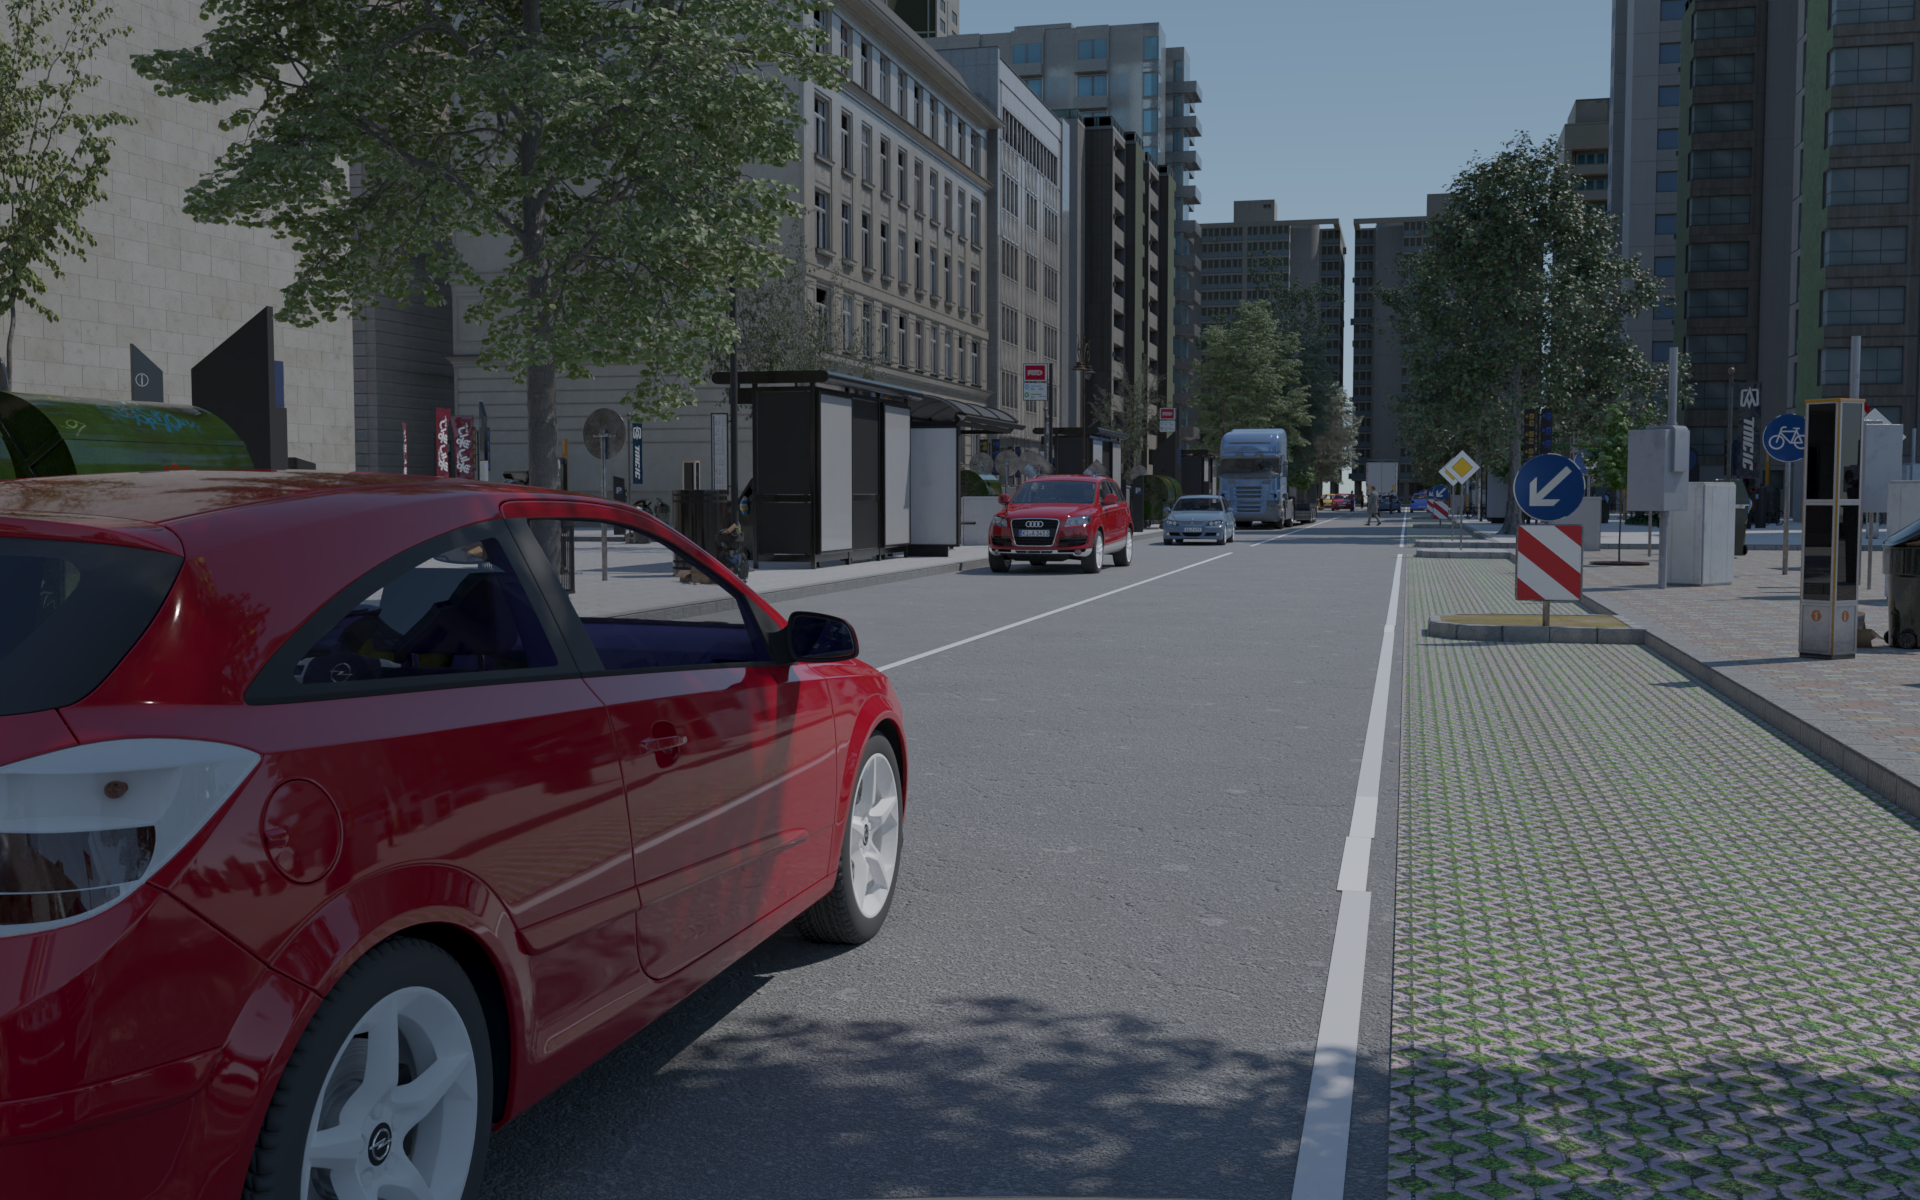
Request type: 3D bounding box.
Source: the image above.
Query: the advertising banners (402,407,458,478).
[{"bbox_3d":[-10.647,-2.324,34.192,0.090,3.025,2.074,1,4,19],"label":"advertising banners"}]

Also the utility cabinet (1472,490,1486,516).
[{"bbox_3d":[29.580,-5.482,98.303,1.173,1.500,0.318,-2,4,-32],"label":"utility cabinet"}]

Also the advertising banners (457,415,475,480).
[{"bbox_3d":[-10.348,-2.606,38.790,2.074,3.025,0.090,-2,4,-27],"label":"advertising banners"}]

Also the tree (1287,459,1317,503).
[{"bbox_3d":[31.252,-10.742,159.352,4.285,4.588,4.351,0,3,0],"label":"tree"}]

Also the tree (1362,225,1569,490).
[{"bbox_3d":[30.810,-15.247,105.185,12.611,20.169,13.585,0,3,0],"label":"tree"}]

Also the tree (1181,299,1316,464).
[{"bbox_3d":[16.797,-11.173,100.804,7.486,12.596,7.792,0,3,0],"label":"tree"}]

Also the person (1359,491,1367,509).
[{"bbox_3d":[39.410,-9.793,169.336,1.217,1.735,0.721,-3,5,-41],"label":"person"}]

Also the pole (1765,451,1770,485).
[{"bbox_3d":[37.754,-5.331,81.000,0.158,3.312,0.155,0,3,0],"label":"pole"}]

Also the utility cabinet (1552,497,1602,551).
[{"bbox_3d":[13.898,-1.706,39.054,1.020,1.237,0.306,1,4,13],"label":"utility cabinet"}]

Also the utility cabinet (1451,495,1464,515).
[{"bbox_3d":[30.727,-5.859,106.948,0.306,1.237,1.020,-1,4,-16],"label":"utility cabinet"}]

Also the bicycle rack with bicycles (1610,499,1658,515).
[{"bbox_3d":[44.222,-6.185,114.508,2.852,0.926,2.925,0,4,0],"label":"bicycle rack with bicycles"}]

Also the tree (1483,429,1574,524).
[{"bbox_3d":[20.854,-4.901,63.841,4.285,4.588,4.351,0,3,0],"label":"tree"}]

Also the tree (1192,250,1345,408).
[{"bbox_3d":[24.081,-17.206,137.215,12.611,20.169,13.585,0,3,0],"label":"tree"}]

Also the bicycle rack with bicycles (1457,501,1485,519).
[{"bbox_3d":[27.278,-4.694,90.132,2.925,0.926,2.852,0,4,-1],"label":"bicycle rack with bicycles"}]

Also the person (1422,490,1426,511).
[{"bbox_3d":[38.944,-8.302,144.760,0.750,1.759,0.617,0,4,5],"label":"person"}]

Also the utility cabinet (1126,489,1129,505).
[{"bbox_3d":[10.541,-6.109,108.554,0.318,1.500,1.173,2,4,34],"label":"utility cabinet"}]

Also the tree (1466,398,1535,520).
[{"bbox_3d":[25.656,-8.201,84.455,4.737,8.622,4.395,0,3,0],"label":"tree"}]

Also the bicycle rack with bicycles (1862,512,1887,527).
[{"bbox_3d":[34.776,-3.321,67.687,2.925,0.926,2.852,-2,4,-27],"label":"bicycle rack with bicycles"}]

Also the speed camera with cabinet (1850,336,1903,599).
[{"bbox_3d":[11.535,-1.639,21.138,0.660,3.252,2.038,-1,4,-12],"label":"speed camera with cabinet"}]

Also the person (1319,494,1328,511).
[{"bbox_3d":[30.714,-8.226,146.185,0.799,1.438,0.628,1,4,21],"label":"person"}]

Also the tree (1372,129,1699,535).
[{"bbox_3d":[17.726,-8.433,54.894,9.611,12.733,9.660,0,3,0],"label":"tree"}]

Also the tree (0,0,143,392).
[{"bbox_3d":[-12.693,-4.400,22.309,4.737,8.622,4.395,0,3,0],"label":"tree"}]

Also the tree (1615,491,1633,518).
[{"bbox_3d":[36.220,-6.711,93.432,4.285,4.588,4.351,0,3,0],"label":"tree"}]

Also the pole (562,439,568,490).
[{"bbox_3d":[-14.685,-4.317,64.420,0.158,3.312,0.155,0,3,0],"label":"pole"}]

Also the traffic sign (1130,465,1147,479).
[{"bbox_3d":[7.828,-4.641,75.981,0.768,2.556,0.104,1,4,16],"label":"traffic sign"}]

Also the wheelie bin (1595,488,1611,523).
[{"bbox_3d":[28.016,-4.154,75.818,0.693,1.594,0.980,-3,5,-40],"label":"wheelie bin"}]

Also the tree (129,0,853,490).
[{"bbox_3d":[-4.892,-6.179,19.162,7.486,12.596,7.792,0,3,0],"label":"tree"}]

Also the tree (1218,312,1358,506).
[{"bbox_3d":[22.032,-13.216,122.743,9.857,13.997,8.962,0,3,0],"label":"tree"}]

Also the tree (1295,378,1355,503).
[{"bbox_3d":[35.495,-16.361,177.876,12.009,13.543,11.850,0,3,0],"label":"tree"}]

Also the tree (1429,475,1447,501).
[{"bbox_3d":[50.237,-11.955,179.181,4.285,4.588,4.351,0,3,0],"label":"tree"}]

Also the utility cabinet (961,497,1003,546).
[{"bbox_3d":[0.551,-1.955,43.131,1.020,1.237,0.306,-1,4,-11],"label":"utility cabinet"}]

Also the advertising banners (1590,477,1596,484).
[{"bbox_3d":[34.535,-6.134,96.476,2.074,3.025,0.090,0,4,5],"label":"advertising banners"}]

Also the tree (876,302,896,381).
[{"bbox_3d":[-4.268,-6.286,53.143,4.360,8.622,3.978,0,3,0],"label":"tree"}]

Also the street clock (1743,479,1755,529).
[{"bbox_3d":[28.951,-3.611,63.611,0.358,2.002,0.471,0,4,-2],"label":"street clock"}]

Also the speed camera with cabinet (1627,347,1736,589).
[{"bbox_3d":[10.025,-1.816,24.027,2.038,3.252,0.660,-3,5,-40],"label":"speed camera with cabinet"}]

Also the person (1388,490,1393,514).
[{"bbox_3d":[30.609,-6.977,123.383,0.445,1.727,0.742,-2,4,-28],"label":"person"}]

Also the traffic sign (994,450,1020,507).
[{"bbox_3d":[1.346,-3.059,50.125,0.768,2.556,0.104,1,4,20],"label":"traffic sign"}]

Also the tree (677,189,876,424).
[{"bbox_3d":[-4.755,-5.585,41.676,4.360,8.622,3.978,0,3,0],"label":"tree"}]

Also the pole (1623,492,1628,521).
[{"bbox_3d":[31.921,-5.455,83.036,0.158,3.312,0.155,0,3,0],"label":"pole"}]

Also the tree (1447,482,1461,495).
[{"bbox_3d":[41.647,-9.141,144.058,1.663,3.219,1.824,0,3,0],"label":"tree"}]

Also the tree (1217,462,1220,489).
[{"bbox_3d":[14.302,-5.978,92.344,1.663,3.219,1.824,0,3,0],"label":"tree"}]

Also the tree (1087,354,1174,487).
[{"bbox_3d":[8.929,-8.566,90.424,4.360,8.622,3.978,0,3,0],"label":"tree"}]

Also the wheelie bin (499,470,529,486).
[{"bbox_3d":[-5.774,-0.904,22.690,0.980,1.594,0.693,3,5,43],"label":"wheelie bin"}]

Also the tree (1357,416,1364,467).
[{"bbox_3d":[39.659,-17.347,190.272,9.857,13.997,8.962,0,3,0],"label":"tree"}]

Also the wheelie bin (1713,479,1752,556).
[{"bbox_3d":[16.035,-1.735,36.279,0.980,1.594,0.693,0,4,-7],"label":"wheelie bin"}]

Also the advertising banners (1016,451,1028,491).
[{"bbox_3d":[2.403,-4.548,70.543,0.090,3.025,2.074,-2,4,-27],"label":"advertising banners"}]

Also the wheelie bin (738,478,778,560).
[{"bbox_3d":[-3.920,-1.579,33.722,0.693,1.594,0.980,1,4,16],"label":"wheelie bin"}]

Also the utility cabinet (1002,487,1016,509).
[{"bbox_3d":[1.291,-2.998,57.702,1.173,1.500,0.318,-2,4,-31],"label":"utility cabinet"}]

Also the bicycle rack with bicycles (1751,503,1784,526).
[{"bbox_3d":[32.167,-3.495,70.517,2.925,0.926,2.852,0,4,-5],"label":"bicycle rack with bicycles"}]

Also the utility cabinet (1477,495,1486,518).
[{"bbox_3d":[28.537,-5.048,93.691,1.020,1.237,0.306,0,4,6],"label":"utility cabinet"}]

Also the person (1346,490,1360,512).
[{"bbox_3d":[31.146,-7.836,137.346,1.217,1.743,0.721,3,5,40],"label":"person"}]

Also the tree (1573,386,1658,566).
[{"bbox_3d":[11.876,-2.251,31.409,1.663,3.219,1.824,0,3,0],"label":"tree"}]

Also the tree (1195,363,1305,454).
[{"bbox_3d":[18.618,-10.779,110.643,7.601,10.594,8.767,-1,4,-20],"label":"tree"}]
